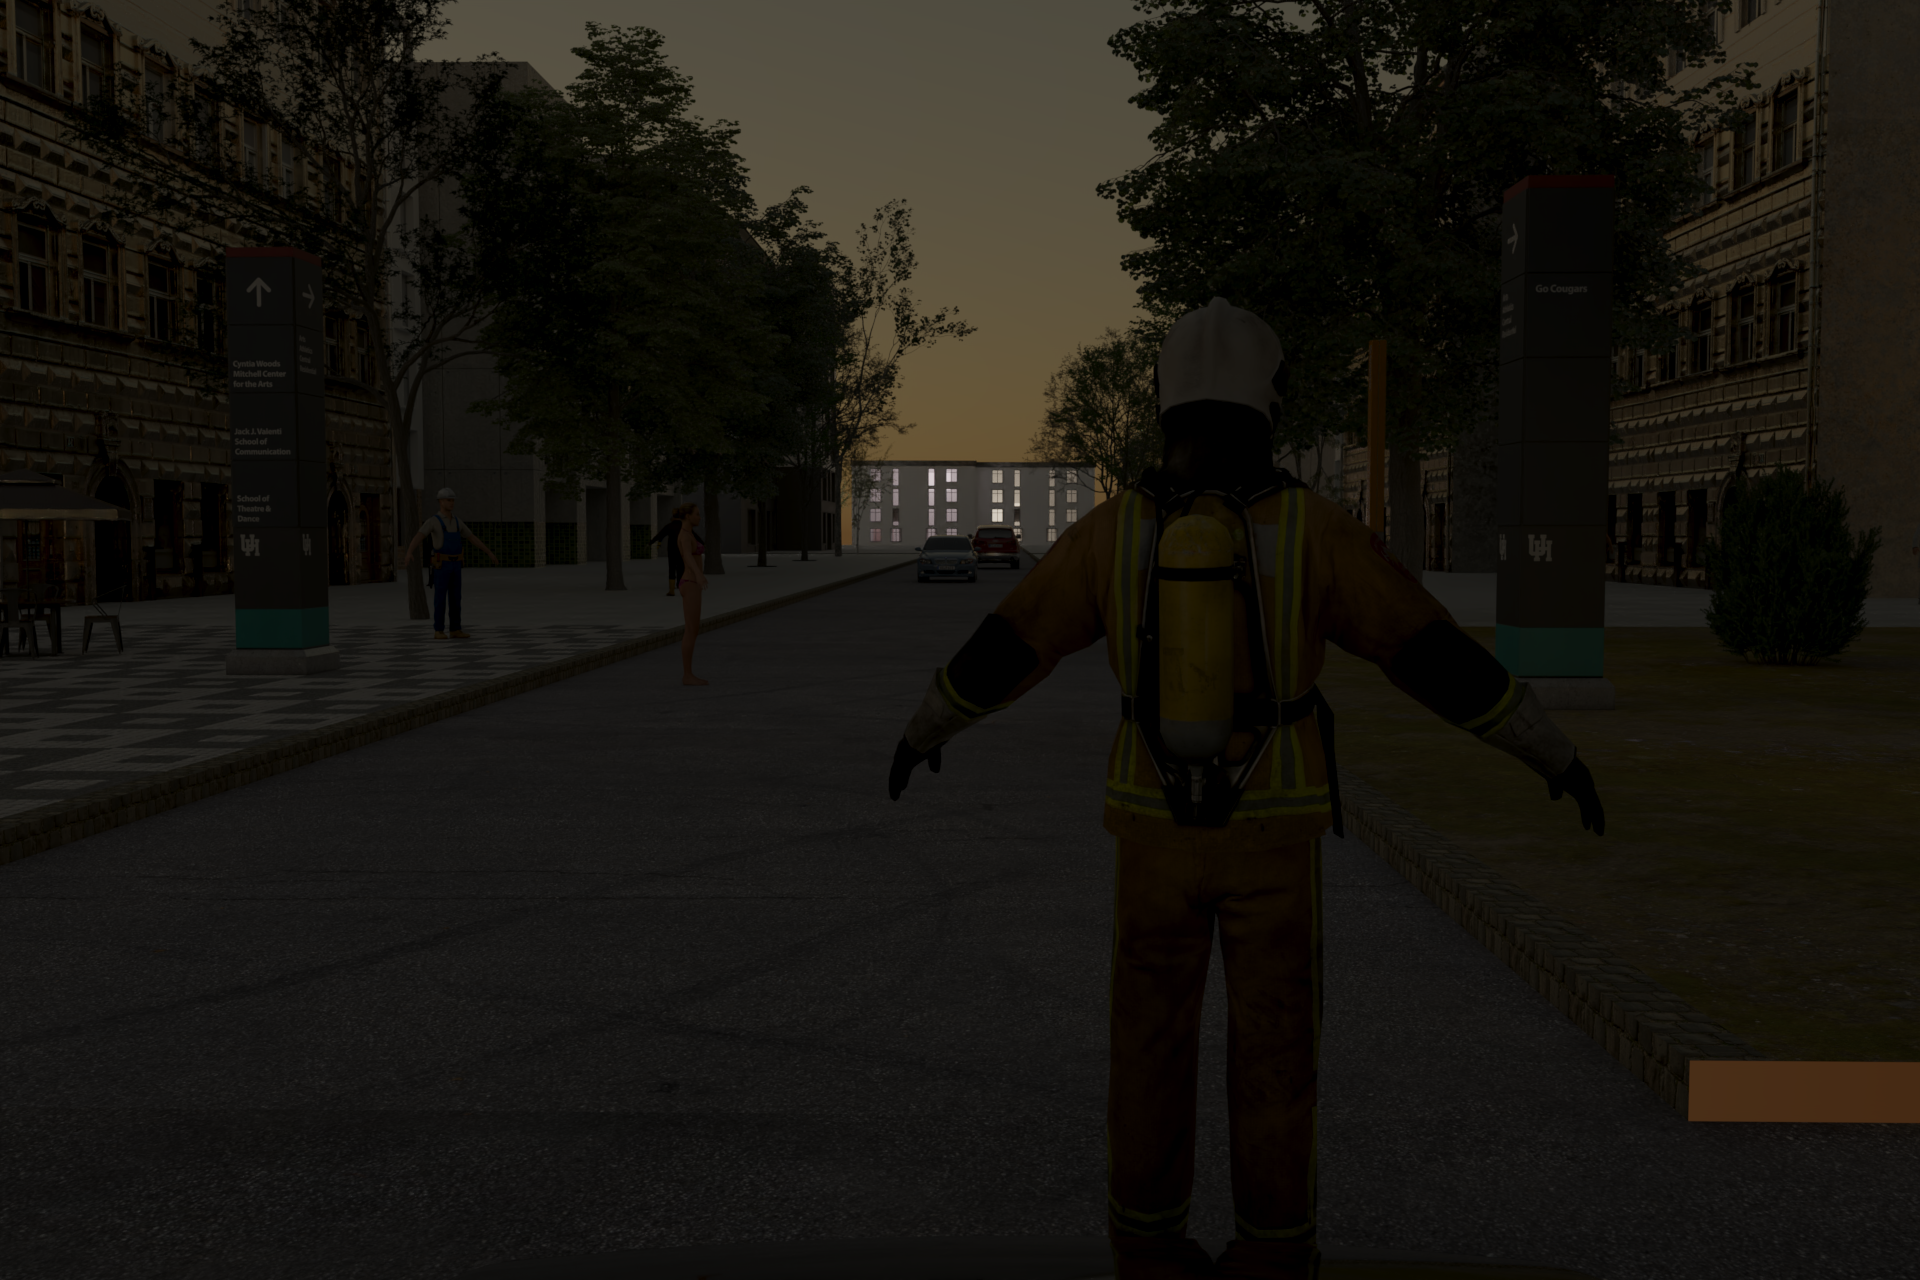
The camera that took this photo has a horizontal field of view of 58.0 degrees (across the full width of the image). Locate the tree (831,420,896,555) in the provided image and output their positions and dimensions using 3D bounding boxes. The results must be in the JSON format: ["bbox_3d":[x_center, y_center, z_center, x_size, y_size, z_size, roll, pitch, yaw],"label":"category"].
[{"bbox_3d":[-6.634,-9.659,108.279,4.360,8.622,3.978,0,3,0],"label":"tree"}]

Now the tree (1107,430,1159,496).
[{"bbox_3d":[21.607,-17.769,197.185,9.857,13.997,8.962,0,3,0],"label":"tree"}]

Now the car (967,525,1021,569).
[{"bbox_3d":[1.438,-3.892,72.312,2.281,1.827,5.304,0,4,0],"label":"car"}]

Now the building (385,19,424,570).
[{"bbox_3d":[-25.192,-11.915,51.230,16.016,20.090,11.380,0,4,1],"label":"building"}]

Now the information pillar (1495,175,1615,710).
[{"bbox_3d":[4.406,-1.437,12.879,0.750,3.857,0.750,0,4,2],"label":"information pillar"}]

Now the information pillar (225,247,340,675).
[{"bbox_3d":[-6.289,-1.628,16.002,0.750,3.857,0.750,0,4,2],"label":"information pillar"}]

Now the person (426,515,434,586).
[{"bbox_3d":[-13.022,-2.203,42.734,0.721,1.740,1.216,3,4,36],"label":"person"}]

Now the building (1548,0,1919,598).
[{"bbox_3d":[26.534,-12.952,42.688,19.493,23.208,18.063,0,4,2],"label":"building"}]

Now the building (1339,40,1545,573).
[{"bbox_3d":[25.532,-14.327,65.171,19.493,23.208,18.063,0,4,1],"label":"building"}]

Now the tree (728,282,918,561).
[{"bbox_3d":[-7.247,-10.483,81.760,12.009,13.543,11.850,0,3,0],"label":"tree"}]

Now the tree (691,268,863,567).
[{"bbox_3d":[-7.619,-8.644,67.084,9.928,11.665,9.643,0,3,0],"label":"tree"}]

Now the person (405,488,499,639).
[{"bbox_3d":[-6.263,-0.939,21.214,0.705,1.847,1.347,3,4,37],"label":"person"}]

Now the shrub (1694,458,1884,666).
[{"bbox_3d":[8.114,-0.771,17.023,1.690,2.028,1.600,0,3,0],"label":"shrub"}]

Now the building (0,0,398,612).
[{"bbox_3d":[-24.614,-12.595,36.850,19.493,23.208,18.063,0,4,2],"label":"building"}]

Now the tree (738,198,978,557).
[{"bbox_3d":[-5.679,-14.765,97.301,12.611,20.169,13.585,0,3,0],"label":"tree"}]

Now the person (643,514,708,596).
[{"bbox_3d":[-5.871,-1.820,35.887,1.346,1.812,0.704,-1,4,-21],"label":"person"}]

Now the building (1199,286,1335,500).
[{"bbox_3d":[25.849,-16.191,131.181,16.747,18.905,31.486,0,4,2],"label":"building"}]

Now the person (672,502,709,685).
[{"bbox_3d":[-2.491,-0.444,16.523,0.721,1.733,1.217,-1,4,-10],"label":"person"}]

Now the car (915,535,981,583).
[{"bbox_3d":[-0.355,-2.493,52.767,2.014,1.417,4.499,0,4,1],"label":"car"}]

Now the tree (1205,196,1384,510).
[{"bbox_3d":[7.429,-5.252,36.234,4.360,8.622,3.978,0,3,0],"label":"tree"}]

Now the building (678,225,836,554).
[{"bbox_3d":[-24.530,-17.480,129.769,27.936,21.610,32.646,0,4,1],"label":"building"}]

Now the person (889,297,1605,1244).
[{"bbox_3d":[0.480,0.307,3.213,1.354,1.858,0.705,1,4,18],"label":"person"}]

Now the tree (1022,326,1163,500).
[{"bbox_3d":[8.787,-11.672,101.204,12.009,13.543,11.850,0,3,0],"label":"tree"}]

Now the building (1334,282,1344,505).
[{"bbox_3d":[24.409,-14.162,87.975,16.016,20.090,11.380,0,4,1],"label":"building"}]

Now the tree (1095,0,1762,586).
[{"bbox_3d":[6.504,-7.252,25.225,9.857,13.997,8.962,0,3,0],"label":"tree"}]

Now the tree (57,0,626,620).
[{"bbox_3d":[-8.421,-5.598,25.947,7.601,10.594,8.767,2,4,30],"label":"tree"}]

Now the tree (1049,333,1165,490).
[{"bbox_3d":[8.507,-9.867,87.075,9.928,11.665,9.643,0,3,0],"label":"tree"}]

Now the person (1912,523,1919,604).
[{"bbox_3d":[17.670,-1.550,31.528,1.347,1.806,0.705,-2,4,-33],"label":"person"}]

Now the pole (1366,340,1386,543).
[{"bbox_3d":[4.399,-1.498,18.340,0.158,3.312,0.155,0,3,0],"label":"pole"}]

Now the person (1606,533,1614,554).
[{"bbox_3d":[11.626,-1.591,32.142,1.347,1.817,0.704,-1,4,-21],"label":"person"}]

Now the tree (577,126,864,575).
[{"bbox_3d":[-7.840,-9.047,54.568,9.857,13.997,8.962,0,3,0],"label":"tree"}]

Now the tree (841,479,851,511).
[{"bbox_3d":[-14.726,-15.450,202.965,4.737,8.622,4.395,0,3,0],"label":"tree"}]

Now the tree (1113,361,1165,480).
[{"bbox_3d":[7.792,-7.297,69.676,4.360,8.622,3.978,0,3,0],"label":"tree"}]

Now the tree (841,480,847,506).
[{"bbox_3d":[-14.584,-15.131,197.755,4.360,8.622,3.978,0,3,0],"label":"tree"}]

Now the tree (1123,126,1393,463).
[{"bbox_3d":[7.809,-7.247,44.246,9.928,11.665,9.643,0,3,0],"label":"tree"}]

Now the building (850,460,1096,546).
[{"bbox_3d":[1.555,-15.543,198.734,28.070,9.664,9.099,0,4,-3],"label":"building"}]

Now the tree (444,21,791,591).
[{"bbox_3d":[-7.677,-7.375,38.708,7.486,12.596,7.792,0,3,0],"label":"tree"}]

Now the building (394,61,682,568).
[{"bbox_3d":[-24.230,-13.127,81.080,16.747,18.905,31.486,0,4,1],"label":"building"}]

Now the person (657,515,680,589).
[{"bbox_3d":[-6.601,-2.082,40.504,0.721,1.772,1.216,3,5,44],"label":"person"}]
